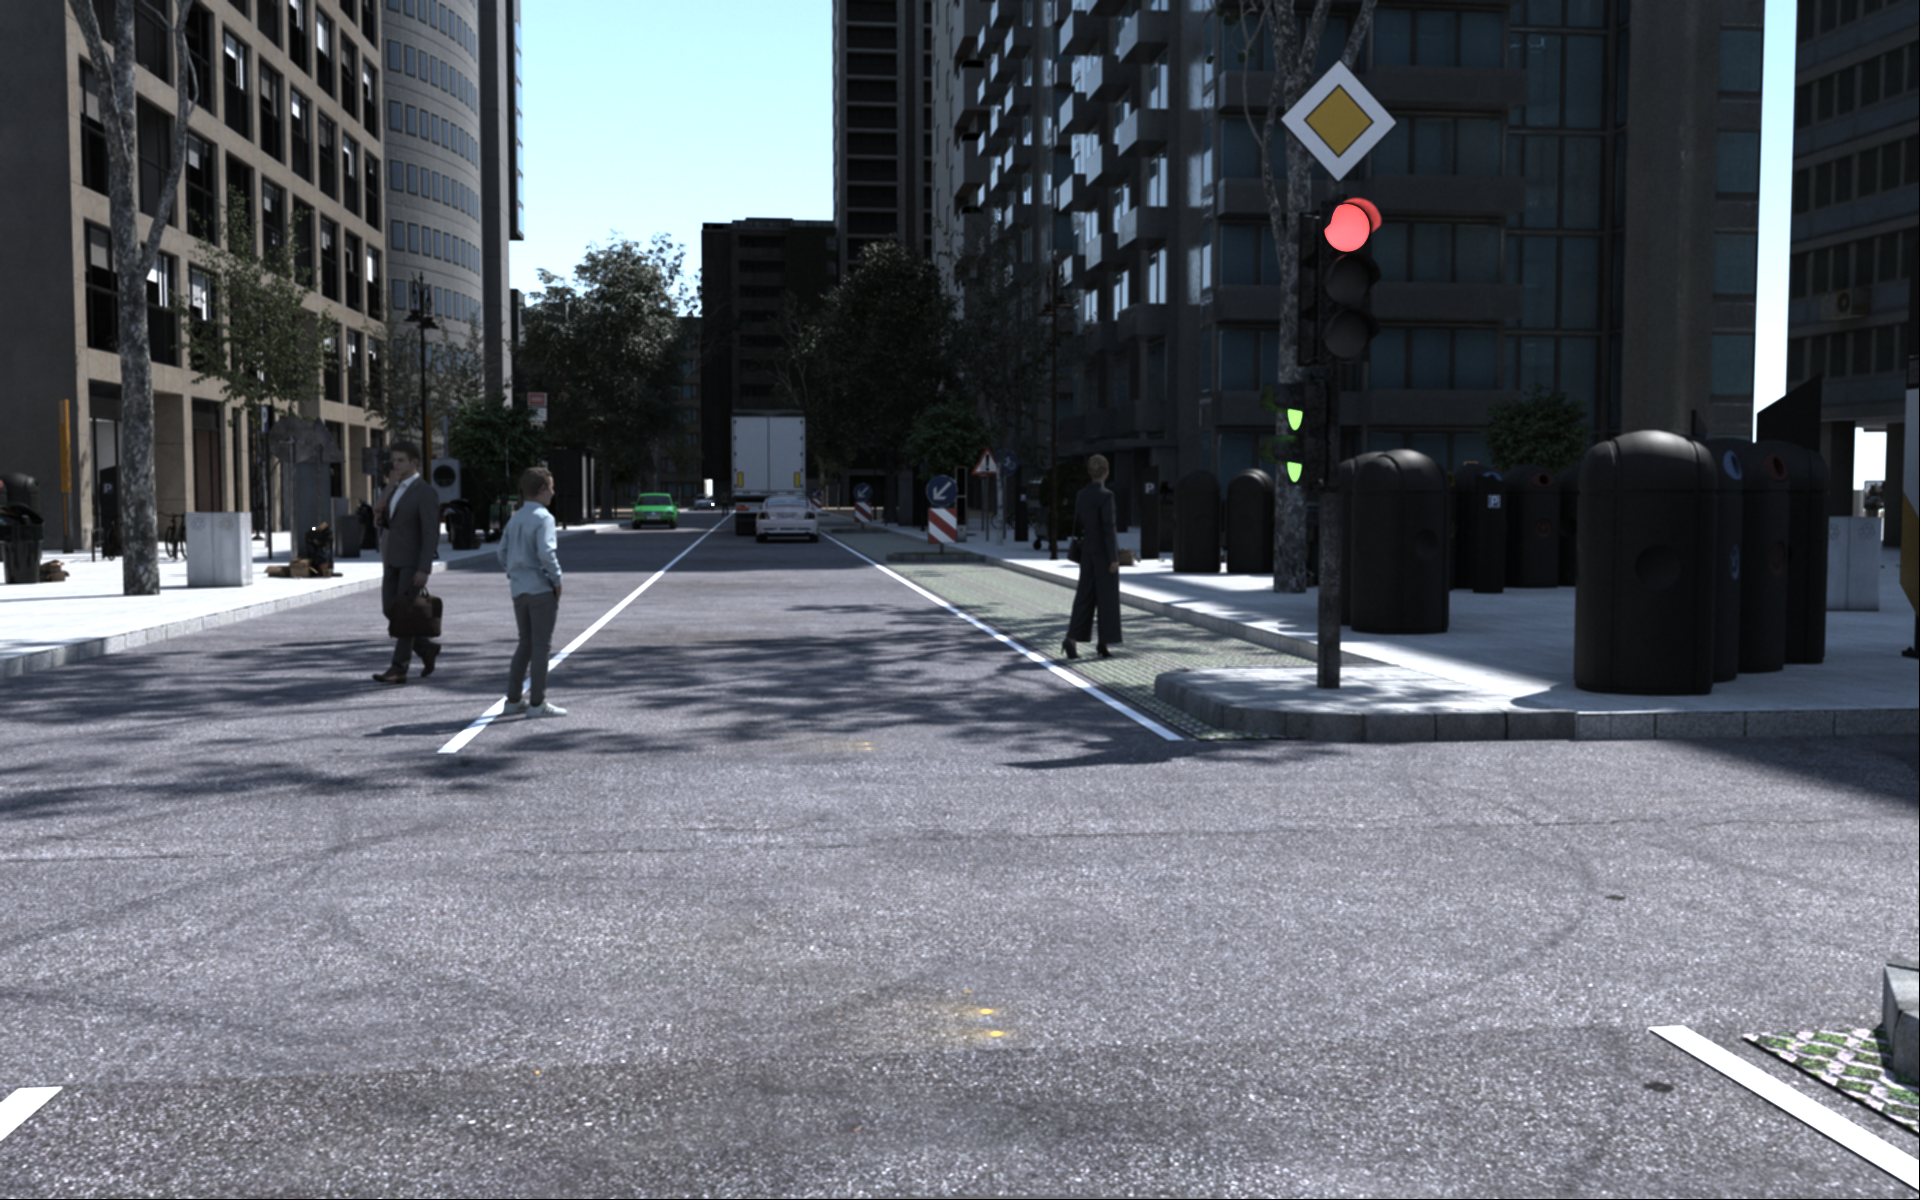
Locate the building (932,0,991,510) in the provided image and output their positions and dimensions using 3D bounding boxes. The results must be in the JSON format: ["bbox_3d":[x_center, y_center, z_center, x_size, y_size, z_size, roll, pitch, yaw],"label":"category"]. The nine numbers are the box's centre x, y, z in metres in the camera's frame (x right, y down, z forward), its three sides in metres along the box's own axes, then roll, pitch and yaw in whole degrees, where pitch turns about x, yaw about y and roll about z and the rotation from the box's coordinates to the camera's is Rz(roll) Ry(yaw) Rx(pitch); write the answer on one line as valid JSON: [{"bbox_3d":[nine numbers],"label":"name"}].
[{"bbox_3d":[12.330,-33.823,142.241,28.713,52.752,27.495,0,4,-7],"label":"building"}]

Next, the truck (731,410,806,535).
[{"bbox_3d":[-6.985,-4.553,63.350,2.839,4.237,11.283,0,4,-6],"label":"truck"}]

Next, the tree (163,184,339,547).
[{"bbox_3d":[-16.652,-5.565,41.352,4.737,8.622,4.395,0,3,0],"label":"tree"}]

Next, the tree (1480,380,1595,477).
[{"bbox_3d":[16.724,-4.063,50.138,4.285,4.588,4.351,0,3,0],"label":"tree"}]

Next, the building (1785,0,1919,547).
[{"bbox_3d":[32.596,-20.821,32.304,23.993,40.220,32.217,0,4,-7],"label":"building"}]

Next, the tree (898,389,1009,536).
[{"bbox_3d":[-0.284,-4.288,53.818,4.285,4.588,4.351,0,3,0],"label":"tree"}]

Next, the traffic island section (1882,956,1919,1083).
[{"bbox_3d":[3.401,1.146,3.547,2.009,0.180,2.903,0,4,-7],"label":"traffic island section"}]

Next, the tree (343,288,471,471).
[{"bbox_3d":[-19.755,-6.808,61.681,4.360,8.622,3.978,0,3,0],"label":"tree"}]

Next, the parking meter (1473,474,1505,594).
[{"bbox_3d":[6.862,-0.859,22.462,0.372,1.533,0.369,0,3,0],"label":"parking meter"}]

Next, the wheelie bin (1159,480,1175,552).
[{"bbox_3d":[4.537,-1.859,38.300,0.693,1.594,0.980,1,4,16],"label":"wheelie bin"}]

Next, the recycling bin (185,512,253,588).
[{"bbox_3d":[-10.317,-0.708,24.135,0.722,1.027,0.722,-1,4,-10],"label":"recycling bin"}]

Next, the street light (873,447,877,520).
[{"bbox_3d":[-4.192,-6.883,85.323,0.468,5.910,1.993,0,4,-7],"label":"street light"}]

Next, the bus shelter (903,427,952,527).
[{"bbox_3d":[-0.975,-4.430,63.716,1.731,3.624,6.357,0,4,-7],"label":"bus shelter"}]

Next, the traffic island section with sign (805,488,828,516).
[{"bbox_3d":[-9.525,-6.376,112.869,1.989,1.847,2.006,0,4,-7],"label":"traffic island section with sign"}]

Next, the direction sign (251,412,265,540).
[{"bbox_3d":[-19.492,-3.424,47.975,0.379,3.537,0.876,-1,4,-11],"label":"direction sign"}]

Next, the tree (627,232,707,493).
[{"bbox_3d":[-20.540,-16.349,123.195,12.611,20.169,13.585,0,3,0],"label":"tree"}]

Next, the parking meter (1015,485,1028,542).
[{"bbox_3d":[1.664,-2.352,46.862,0.372,1.533,0.369,0,3,0],"label":"parking meter"}]

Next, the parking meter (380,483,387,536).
[{"bbox_3d":[-12.817,-1.866,38.923,0.372,1.533,0.369,0,3,0],"label":"parking meter"}]

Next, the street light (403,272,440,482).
[{"bbox_3d":[-11.191,-3.875,36.148,0.468,5.910,1.993,0,4,-7],"label":"street light"}]

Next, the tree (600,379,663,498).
[{"bbox_3d":[-20.328,-9.673,108.515,4.360,8.622,3.978,0,3,0],"label":"tree"}]

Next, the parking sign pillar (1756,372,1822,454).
[{"bbox_3d":[18.490,-3.073,38.720,1.447,3.967,1.447,2,4,25],"label":"parking sign pillar"}]

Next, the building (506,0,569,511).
[{"bbox_3d":[-47.465,-50.422,137.067,31.000,86.520,22.319,0,4,-7],"label":"building"}]

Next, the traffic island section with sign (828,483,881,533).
[{"bbox_3d":[-3.730,-3.375,63.813,1.989,1.847,2.006,0,4,-7],"label":"traffic island section with sign"}]

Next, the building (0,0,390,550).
[{"bbox_3d":[-31.623,-15.293,54.559,19.350,26.468,34.151,0,4,-7],"label":"building"}]

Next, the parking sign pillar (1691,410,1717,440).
[{"bbox_3d":[23.967,-4.115,55.744,1.447,3.967,1.447,-3,5,-44],"label":"parking sign pillar"}]

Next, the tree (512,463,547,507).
[{"bbox_3d":[-14.785,-3.941,59.035,1.663,3.219,1.824,0,3,0],"label":"tree"}]

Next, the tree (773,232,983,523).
[{"bbox_3d":[-3.098,-9.733,76.138,9.611,12.733,9.660,0,3,0],"label":"tree"}]

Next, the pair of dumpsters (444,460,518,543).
[{"bbox_3d":[-13.152,-2.745,47.380,1.574,2.255,4.437,0,4,-7],"label":"pair of dumpsters"}]

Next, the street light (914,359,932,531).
[{"bbox_3d":[-1.275,-5.295,59.355,0.468,5.910,1.993,0,4,-7],"label":"street light"}]

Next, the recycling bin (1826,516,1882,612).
[{"bbox_3d":[9.737,-0.411,19.272,0.722,1.027,0.722,0,4,6],"label":"recycling bin"}]

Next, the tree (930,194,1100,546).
[{"bbox_3d":[1.080,-5.648,42.700,4.360,8.622,3.978,0,3,0],"label":"tree"}]

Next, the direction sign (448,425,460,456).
[{"bbox_3d":[-16.600,-3.974,56.966,0.379,3.537,0.876,0,4,7],"label":"direction sign"}]

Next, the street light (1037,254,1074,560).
[{"bbox_3d":[1.835,-3.718,33.581,0.468,5.910,1.993,0,4,-7],"label":"street light"}]

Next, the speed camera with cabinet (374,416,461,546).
[{"bbox_3d":[-13.600,-3.001,43.404,2.038,3.252,0.660,-1,4,-10],"label":"speed camera with cabinet"}]

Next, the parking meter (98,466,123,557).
[{"bbox_3d":[-17.413,-1.824,35.531,0.399,1.863,0.255,0,4,3],"label":"parking meter"}]

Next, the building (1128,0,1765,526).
[{"bbox_3d":[16.440,-27.609,71.014,23.786,49.044,30.456,0,4,-7],"label":"building"}]

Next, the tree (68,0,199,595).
[{"bbox_3d":[-11.193,-10.049,20.198,12.611,20.169,13.585,0,3,0],"label":"tree"}]

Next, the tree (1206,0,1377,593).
[{"bbox_3d":[5.777,-10.156,21.943,12.611,20.169,13.585,0,3,0],"label":"tree"}]

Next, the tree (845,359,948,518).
[{"bbox_3d":[-3.735,-9.661,92.372,7.601,10.594,8.767,1,4,21],"label":"tree"}]

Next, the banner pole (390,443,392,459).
[{"bbox_3d":[-27.015,-5.637,82.188,0.401,3.779,0.863,-1,4,-23],"label":"banner pole"}]

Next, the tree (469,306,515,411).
[{"bbox_3d":[-19.603,-7.212,68.273,4.360,8.622,3.978,0,3,0],"label":"tree"}]

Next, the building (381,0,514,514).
[{"bbox_3d":[-37.736,-33.854,95.517,21.231,58.520,28.212,0,4,-7],"label":"building"}]

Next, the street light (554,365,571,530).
[{"bbox_3d":[-14.285,-5.479,62.372,0.468,5.910,1.993,0,4,-7],"label":"street light"}]

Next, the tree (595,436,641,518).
[{"bbox_3d":[-19.016,-6.821,95.229,4.285,4.588,4.351,0,3,0],"label":"tree"}]

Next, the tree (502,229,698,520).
[{"bbox_3d":[-17.452,-10.911,85.046,9.857,13.997,8.962,0,3,0],"label":"tree"}]

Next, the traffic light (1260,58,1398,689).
[{"bbox_3d":[2.422,-1.372,11.358,0.839,4.253,0.868,0,4,-7],"label":"traffic light"}]

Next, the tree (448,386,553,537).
[{"bbox_3d":[-14.088,-4.221,52.735,4.285,4.588,4.351,0,3,0],"label":"tree"}]

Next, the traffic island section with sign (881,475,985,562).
[{"bbox_3d":[-0.568,-1.738,37.043,1.989,1.847,2.006,0,4,-7],"label":"traffic island section with sign"}]

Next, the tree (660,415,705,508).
[{"bbox_3d":[-25.792,-12.850,160.462,4.737,8.622,4.395,0,3,0],"label":"tree"}]

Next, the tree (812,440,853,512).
[{"bbox_3d":[-11.324,-12.168,149.315,4.737,8.622,4.395,0,3,0],"label":"tree"}]

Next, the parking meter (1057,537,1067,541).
[{"bbox_3d":[2.770,-2.397,47.595,0.372,1.533,0.369,0,3,0],"label":"parking meter"}]

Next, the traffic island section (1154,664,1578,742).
[{"bbox_3d":[2.463,0.661,11.477,2.009,0.180,2.903,0,4,-7],"label":"traffic island section"}]

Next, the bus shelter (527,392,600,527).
[{"bbox_3d":[-16.252,-5.713,71.039,2.179,5.291,8.768,0,4,-7],"label":"bus shelter"}]

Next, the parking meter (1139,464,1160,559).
[{"bbox_3d":[3.734,-1.742,34.190,0.399,1.863,0.255,1,4,9],"label":"parking meter"}]
